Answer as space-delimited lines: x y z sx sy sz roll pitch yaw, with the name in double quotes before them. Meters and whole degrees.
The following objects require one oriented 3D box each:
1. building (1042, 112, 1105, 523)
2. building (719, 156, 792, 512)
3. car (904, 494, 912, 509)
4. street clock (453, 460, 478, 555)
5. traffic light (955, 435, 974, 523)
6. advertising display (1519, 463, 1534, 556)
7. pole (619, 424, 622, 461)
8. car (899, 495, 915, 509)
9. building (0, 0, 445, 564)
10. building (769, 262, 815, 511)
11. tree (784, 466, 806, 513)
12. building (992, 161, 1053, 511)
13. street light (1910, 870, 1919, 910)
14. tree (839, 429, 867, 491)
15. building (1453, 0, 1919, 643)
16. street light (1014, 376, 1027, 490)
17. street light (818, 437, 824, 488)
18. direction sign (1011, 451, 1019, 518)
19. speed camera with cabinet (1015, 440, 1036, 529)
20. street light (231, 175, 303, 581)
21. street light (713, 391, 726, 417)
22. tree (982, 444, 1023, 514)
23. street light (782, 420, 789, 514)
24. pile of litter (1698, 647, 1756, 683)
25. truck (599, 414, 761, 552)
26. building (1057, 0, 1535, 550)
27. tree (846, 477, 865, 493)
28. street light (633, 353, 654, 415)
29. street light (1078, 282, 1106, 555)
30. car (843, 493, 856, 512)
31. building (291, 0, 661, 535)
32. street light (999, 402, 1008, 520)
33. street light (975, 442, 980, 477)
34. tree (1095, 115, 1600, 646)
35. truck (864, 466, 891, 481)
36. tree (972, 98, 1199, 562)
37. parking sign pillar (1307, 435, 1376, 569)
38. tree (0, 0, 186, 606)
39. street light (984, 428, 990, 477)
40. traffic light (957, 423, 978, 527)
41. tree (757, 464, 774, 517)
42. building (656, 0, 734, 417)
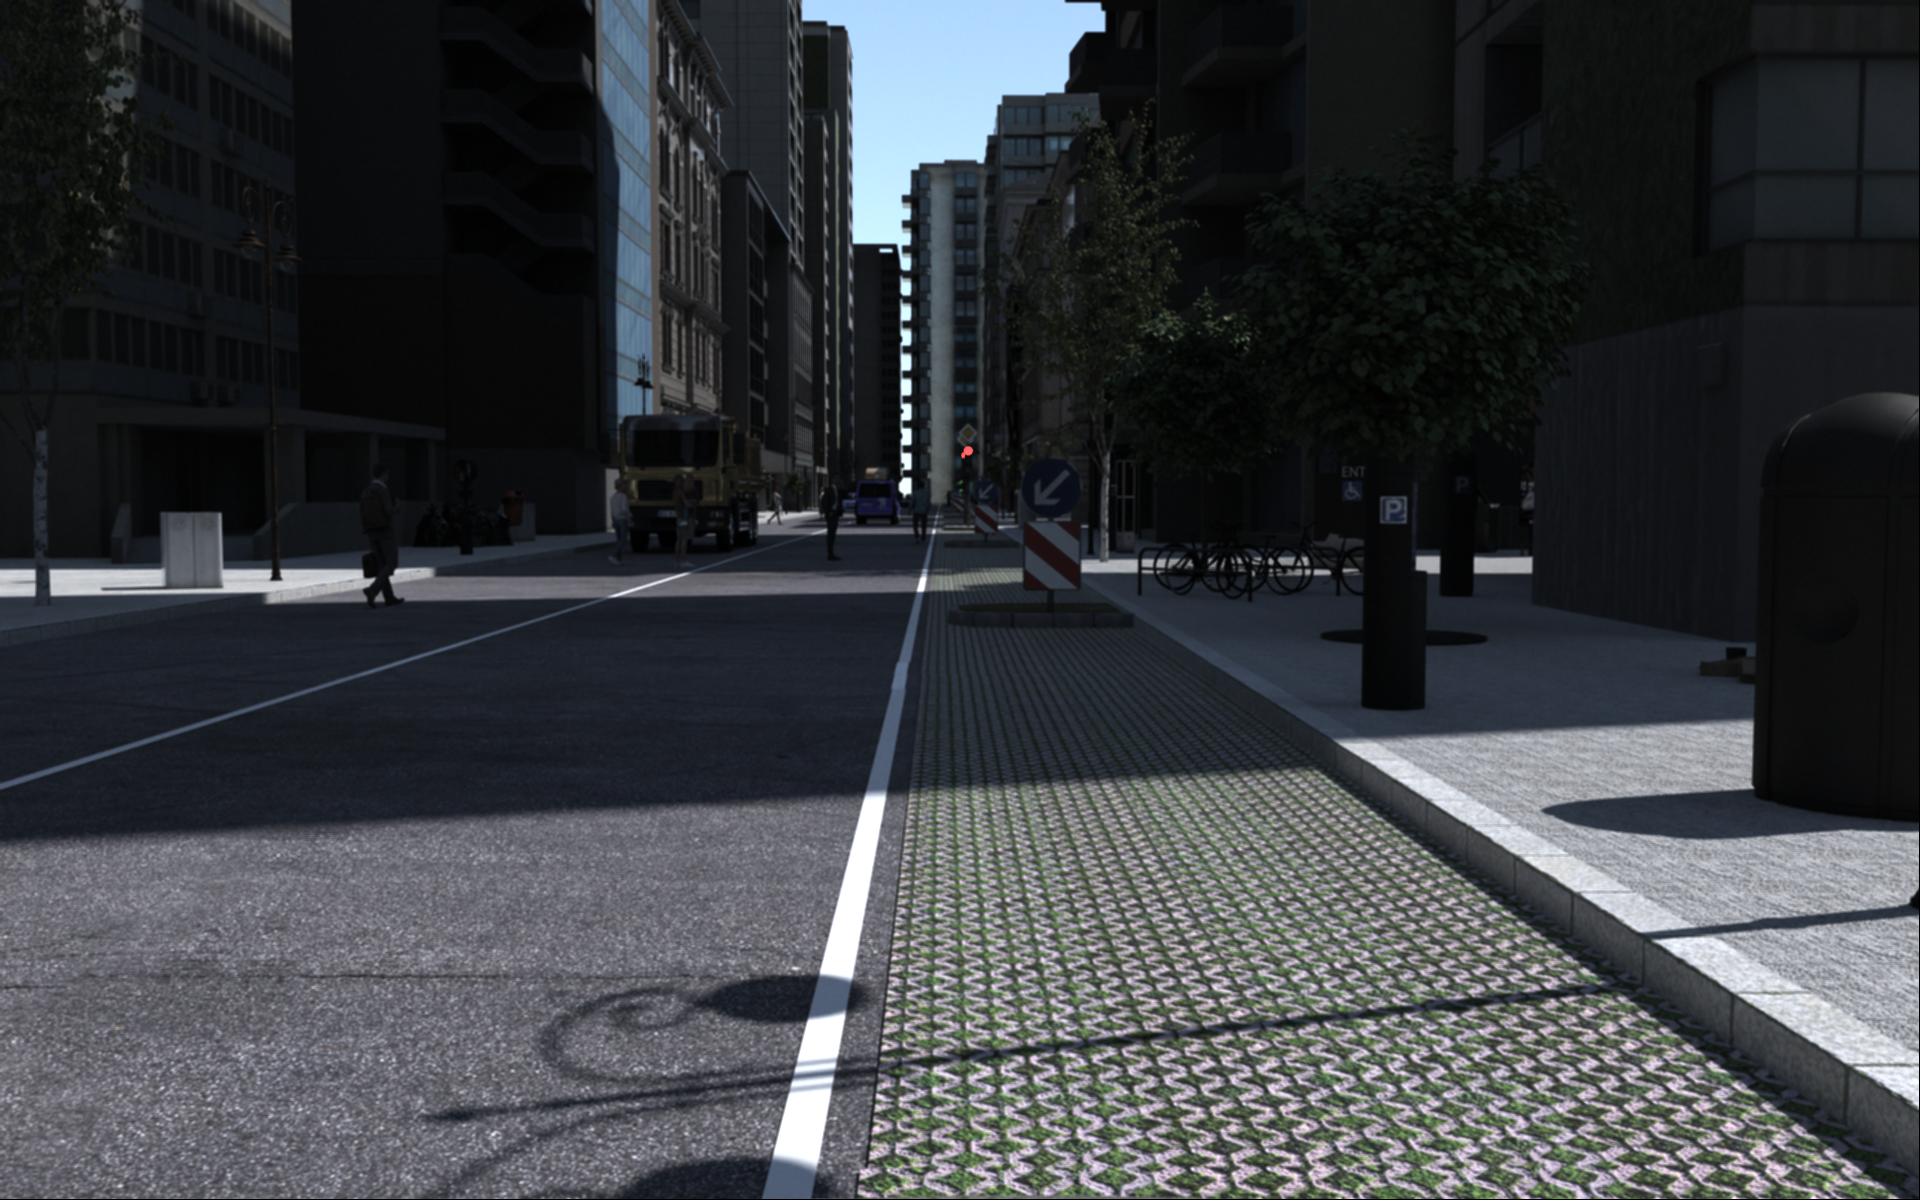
"building" 13.972 -13.264 81.487 19.286 19.102 10.561 0 4 -1
"building" -19.606 -18.126 115.431 14.314 24.678 30.058 0 4 -1
"car" -4.689 -9.983 172.259 2.155 1.783 4.494 0 4 0
"street clock" -10.437 -1.958 36.578 0.471 2.002 0.358 1 4 22
"traffic light" 0.221 -5.349 76.383 0.839 4.253 0.868 0 4 -1
"advertising display" 11.902 -1.865 35.712 0.123 1.923 0.974 -1 4 -22
"pole" -9.771 -3.449 50.242 0.158 3.312 0.155 0 3 0
"car" -5.042 -9.165 162.435 1.945 1.354 3.894 0 4 0
"building" -29.577 -21.218 38.793 32.217 40.220 23.993 0 4 -1
"building" -17.192 -17.777 139.808 9.793 20.994 18.267 0 4 -1
"tree" -11.334 -7.641 119.533 1.663 3.219 1.824 0 3 0
"building" 9.720 -21.751 141.538 13.634 28.700 20.117 0 4 -1
"street light" 3.047 -1.982 5.189 0.468 5.910 1.993 0 4 -1
"tree" -12.459 -14.712 190.904 4.360 8.622 3.978 0 3 0
"building" 13.628 -20.611 20.593 14.154 41.232 14.086 0 4 -1
"street light" 2.382 -5.827 68.055 0.468 5.910 1.993 0 4 -1
"street light" -11.295 -10.251 140.384 0.468 5.910 1.993 0 4 -1
"direction sign" 2.895 -6.059 91.067 0.379 3.537 0.876 -2 4 -25
"speed camera with cabinet" 2.459 -4.275 64.238 0.660 3.252 2.038 0 4 -8
"street light" -10.145 -3.225 25.518 0.468 5.910 1.993 0 4 -1
"street light" -10.619 -6.343 76.499 0.468 5.910 1.993 0 4 -1
"tree" 3.097 -7.921 113.225 4.285 4.588 4.351 0 3 0
"street light" -10.932 -8.315 108.736 0.468 5.910 1.993 0 4 -1
"pile of litter" 5.841 0.132 11.800 1.176 0.858 1.719 -1 4 -12
"truck" -6.917 -2.999 44.964 3.469 3.379 9.791 0 4 -1
"building" 14.642 -24.316 52.186 22.147 44.769 28.867 0 4 -1
"tree" -12.037 -12.302 195.738 1.663 3.219 1.824 0 3 0
"street light" -10.381 -5.150 56.996 0.468 5.910 1.993 0 4 -1
"street light" 2.777 -3.904 36.623 0.468 5.910 1.993 0 4 -1
"car" -8.786 -8.001 140.407 1.945 1.707 3.694 0 4 -1
"building" -18.751 -25.054 59.741 14.200 45.320 14.600 0 4 -1
"street light" 2.177 -6.974 86.821 0.468 5.910 1.993 0 4 -1
"street light" 1.546 -10.881 150.696 0.468 5.910 1.993 0 4 -1
"tree" 3.862 -1.923 15.161 4.285 4.588 4.351 0 3 0
"truck" -8.323 -11.364 174.715 2.839 4.237 11.283 0 4 -1
"tree" 2.607 -5.028 32.576 4.737 8.622 4.395 0 3 0
"parking sign pillar" 6.846 -2.561 30.338 1.447 3.967 1.447 0 4 4
"tree" -10.766 -4.251 19.866 4.737 8.622 4.395 0 3 0
"street light" 1.857 -8.946 119.047 0.468 5.910 1.993 0 4 -1
"traffic light" 0.304 -4.861 68.398 0.839 4.253 0.868 0 4 -1
"tree" -11.324 -6.165 95.398 1.663 3.219 1.824 0 3 0
"building" -19.715 -18.390 88.069 14.401 28.519 23.554 0 4 -1
